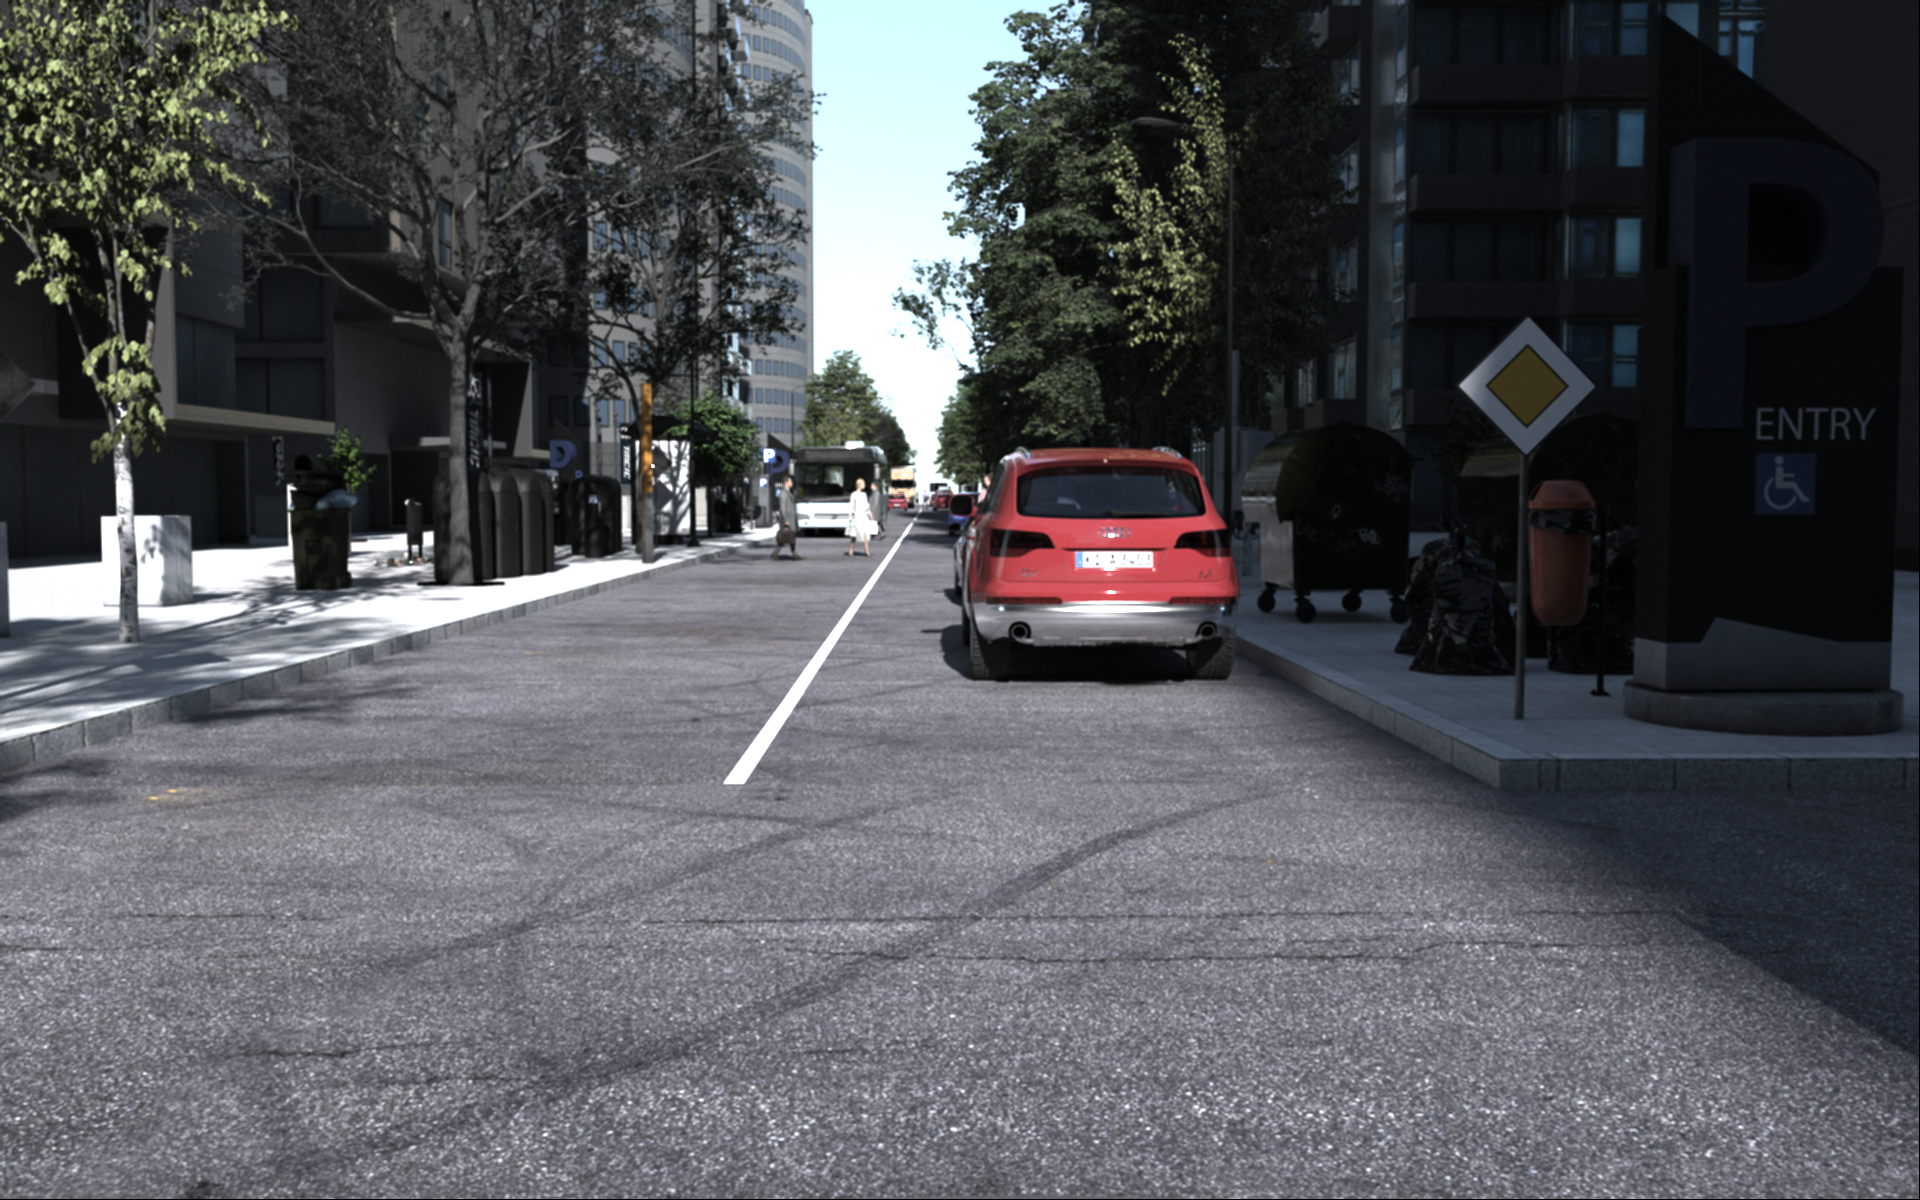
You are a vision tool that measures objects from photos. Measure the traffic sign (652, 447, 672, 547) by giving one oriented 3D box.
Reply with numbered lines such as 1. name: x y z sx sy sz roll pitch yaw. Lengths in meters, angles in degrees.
1. traffic sign: -7.378 -2.499 42.052 0.795 2.450 0.064 0 4 1

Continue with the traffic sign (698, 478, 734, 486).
1. traffic sign: -8.390 -3.774 55.579 2.265 3.308 0.079 0 4 6

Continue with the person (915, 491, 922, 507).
1. person: -4.639 -10.815 186.107 1.217 1.735 0.721 -2 4 -29

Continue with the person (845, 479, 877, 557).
1. person: -2.281 -1.887 39.703 0.694 1.780 0.624 -2 4 -29

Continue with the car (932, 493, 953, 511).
1. car: -1.316 -8.362 145.751 2.155 1.783 4.494 0 4 -2

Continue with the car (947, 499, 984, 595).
1. car: 0.855 -0.676 23.059 2.014 1.417 4.499 0 4 -3

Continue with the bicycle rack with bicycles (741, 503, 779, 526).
1. bicycle rack with bicycles: -8.306 -3.521 70.948 2.925 0.926 2.852 -2 4 -28

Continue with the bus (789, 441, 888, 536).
1. bus: -4.083 -4.088 61.692 2.948 3.499 13.247 0 4 0

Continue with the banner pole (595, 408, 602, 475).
1. banner pole: -10.431 -3.674 50.081 0.401 3.779 0.863 -1 4 -22

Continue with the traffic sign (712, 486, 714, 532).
1. traffic sign: -8.348 -3.573 58.523 0.768 2.556 0.104 0 4 1

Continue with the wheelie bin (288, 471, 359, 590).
1. wheelie bin: -8.584 -0.942 23.308 0.980 1.594 0.693 0 4 -1

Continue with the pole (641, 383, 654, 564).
1. pole: -5.774 -2.330 31.939 0.158 3.312 0.155 0 3 0

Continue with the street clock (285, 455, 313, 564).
1. street clock: -12.120 -1.665 31.789 0.358 2.002 0.471 1 4 22

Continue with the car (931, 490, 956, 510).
1. car: -1.431 -8.991 155.671 2.281 1.827 5.304 0 4 -1

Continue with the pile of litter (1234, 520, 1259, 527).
1. pile of litter: 11.050 -3.176 65.898 1.719 0.858 1.176 3 5 40

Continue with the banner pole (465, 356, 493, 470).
1. banner pole: -8.654 -2.525 31.303 0.401 3.779 0.863 2 4 30

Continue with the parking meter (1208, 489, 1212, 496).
1. parking meter: 10.959 -4.177 76.707 0.372 1.533 0.369 0 3 0

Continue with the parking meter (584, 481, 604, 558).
1. parking meter: -7.338 -1.610 34.734 0.372 1.533 0.369 0 3 0

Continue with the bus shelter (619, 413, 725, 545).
1. bus shelter: -7.568 -3.191 46.095 2.014 3.302 5.546 0 4 -1

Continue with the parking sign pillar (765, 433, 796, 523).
1. parking sign pillar: -7.885 -5.366 76.212 1.447 3.967 1.447 1 4 17

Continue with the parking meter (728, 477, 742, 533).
1. parking meter: -7.379 -3.128 56.860 0.399 1.863 0.255 1 4 20

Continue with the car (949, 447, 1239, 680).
1. car: 1.053 -0.379 14.878 2.281 1.827 5.304 0 4 -1

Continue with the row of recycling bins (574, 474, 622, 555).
1. row of recycling bins: -7.930 -1.885 37.933 1.069 1.692 3.534 -1 4 -8

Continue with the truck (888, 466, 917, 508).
1. truck: -5.852 -11.517 177.218 2.839 4.237 11.283 0 4 -1

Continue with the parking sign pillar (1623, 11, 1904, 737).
1. parking sign pillar: 4.555 -1.302 9.752 1.447 3.967 1.447 0 4 -3

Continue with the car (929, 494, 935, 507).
1. car: -2.585 -11.685 200.087 2.155 1.783 4.494 0 4 -3

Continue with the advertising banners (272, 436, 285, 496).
1. advertising banners: -19.921 -3.410 51.935 2.074 3.025 0.090 2 4 31

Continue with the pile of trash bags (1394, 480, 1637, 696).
1. pile of trash bags: 4.164 -0.166 12.468 1.912 1.369 3.447 1 4 12

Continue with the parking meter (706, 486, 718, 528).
1. parking meter: -9.252 -3.601 64.586 0.399 1.863 0.255 -2 4 -28

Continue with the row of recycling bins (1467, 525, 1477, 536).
1. row of recycling bins: 11.145 -1.649 34.072 1.069 1.692 3.534 -1 4 -16

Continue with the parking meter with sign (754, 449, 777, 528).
1. parking meter with sign: -7.387 -4.237 65.533 0.543 3.016 1.738 0 4 6

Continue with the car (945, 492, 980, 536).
1. car: 0.450 -3.076 59.885 1.945 1.707 3.694 0 3 0

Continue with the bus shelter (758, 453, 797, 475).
1. bus shelter: -8.095 -5.275 80.170 2.014 3.302 5.546 0 4 -1

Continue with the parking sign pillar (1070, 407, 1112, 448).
1. parking sign pillar: 4.046 -3.971 53.393 1.447 3.967 1.447 0 4 0

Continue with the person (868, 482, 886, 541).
1. person: -2.661 -2.744 53.462 0.767 1.812 0.694 0 4 -4

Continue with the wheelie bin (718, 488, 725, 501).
1. wheelie bin: -11.602 -4.560 82.468 0.693 1.594 0.980 0 4 7

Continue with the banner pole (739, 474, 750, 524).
1. banner pole: -9.385 -5.197 74.995 0.863 3.779 0.401 2 4 24

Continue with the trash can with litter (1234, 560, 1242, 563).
1. trash can with litter: 4.263 -1.317 32.597 2.233 1.210 1.678 3 5 45

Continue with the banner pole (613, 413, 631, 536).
1. banner pole: -10.434 -3.886 53.558 0.863 3.779 0.401 -3 5 -39

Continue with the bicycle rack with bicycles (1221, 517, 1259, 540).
1. bicycle rack with bicycles: 8.479 -2.189 49.173 2.925 0.926 2.852 1 4 21

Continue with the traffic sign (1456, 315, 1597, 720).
1. traffic sign: 3.185 -0.377 9.810 0.795 2.450 0.064 0 4 -1

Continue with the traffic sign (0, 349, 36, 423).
1. traffic sign: -5.558 -0.370 9.691 0.795 2.450 0.064 0 4 -1

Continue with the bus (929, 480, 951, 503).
1. bus: -2.705 -14.212 227.218 2.948 3.499 13.247 0 4 0

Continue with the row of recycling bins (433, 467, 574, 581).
1. row of recycling bins: -7.202 -1.222 27.095 1.069 1.692 3.534 0 4 6

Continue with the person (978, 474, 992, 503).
1. person: 0.541 -1.581 34.353 0.555 1.821 0.388 0 4 8

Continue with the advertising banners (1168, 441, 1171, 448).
1. advertising banners: 5.642 -3.101 46.888 0.090 3.025 2.074 0 4 6

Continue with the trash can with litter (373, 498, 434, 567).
1. trash can with litter: -10.203 -1.257 31.609 1.678 1.210 2.233 0 4 4

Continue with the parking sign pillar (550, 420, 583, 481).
1. parking sign pillar: -14.171 -4.518 62.349 1.447 3.967 1.447 2 4 34

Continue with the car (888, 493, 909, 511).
1. car: -5.423 -8.549 148.809 2.155 1.783 4.494 0 4 -2

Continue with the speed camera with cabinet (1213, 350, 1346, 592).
1. speed camera with cabinet: 4.347 -1.783 23.481 0.660 3.252 2.038 -3 4 -36

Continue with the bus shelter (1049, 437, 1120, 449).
1. bus shelter: 4.136 -3.973 58.887 2.014 3.302 5.546 0 4 -1

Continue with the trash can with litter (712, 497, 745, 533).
1. trash can with litter: -7.753 -2.840 57.821 1.055 1.170 0.624 -2 4 -30

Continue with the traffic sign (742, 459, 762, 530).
1. traffic sign: -7.452 -3.780 61.902 0.768 2.556 0.104 1 4 8

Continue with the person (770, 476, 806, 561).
1. person: -3.685 -1.748 37.184 0.767 1.812 0.694 0 4 0

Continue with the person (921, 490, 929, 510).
1. person: -3.120 -8.986 155.293 0.709 1.838 0.599 0 4 -3

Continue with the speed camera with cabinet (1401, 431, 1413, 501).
1. speed camera with cabinet: 13.261 -3.694 54.729 2.038 3.252 0.660 1 4 16
